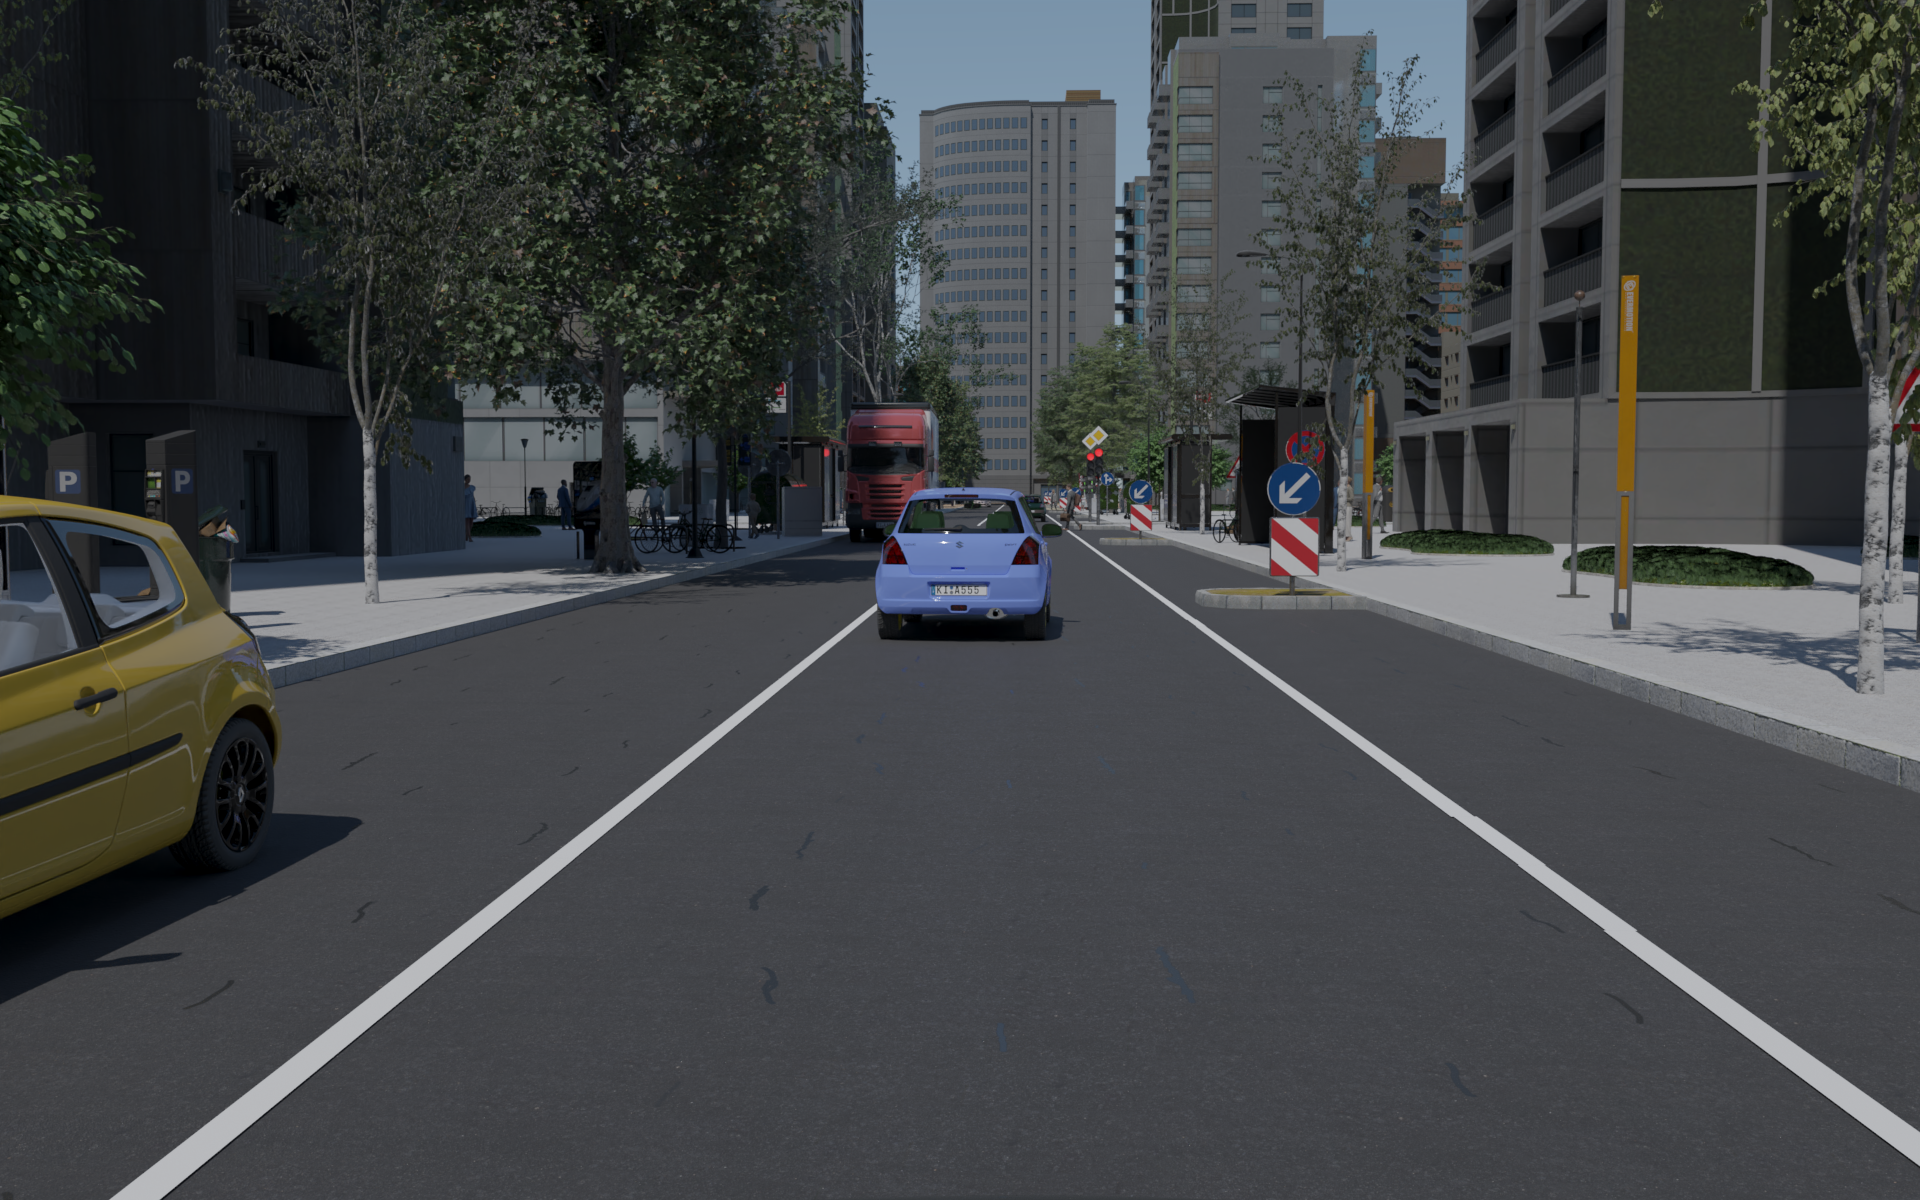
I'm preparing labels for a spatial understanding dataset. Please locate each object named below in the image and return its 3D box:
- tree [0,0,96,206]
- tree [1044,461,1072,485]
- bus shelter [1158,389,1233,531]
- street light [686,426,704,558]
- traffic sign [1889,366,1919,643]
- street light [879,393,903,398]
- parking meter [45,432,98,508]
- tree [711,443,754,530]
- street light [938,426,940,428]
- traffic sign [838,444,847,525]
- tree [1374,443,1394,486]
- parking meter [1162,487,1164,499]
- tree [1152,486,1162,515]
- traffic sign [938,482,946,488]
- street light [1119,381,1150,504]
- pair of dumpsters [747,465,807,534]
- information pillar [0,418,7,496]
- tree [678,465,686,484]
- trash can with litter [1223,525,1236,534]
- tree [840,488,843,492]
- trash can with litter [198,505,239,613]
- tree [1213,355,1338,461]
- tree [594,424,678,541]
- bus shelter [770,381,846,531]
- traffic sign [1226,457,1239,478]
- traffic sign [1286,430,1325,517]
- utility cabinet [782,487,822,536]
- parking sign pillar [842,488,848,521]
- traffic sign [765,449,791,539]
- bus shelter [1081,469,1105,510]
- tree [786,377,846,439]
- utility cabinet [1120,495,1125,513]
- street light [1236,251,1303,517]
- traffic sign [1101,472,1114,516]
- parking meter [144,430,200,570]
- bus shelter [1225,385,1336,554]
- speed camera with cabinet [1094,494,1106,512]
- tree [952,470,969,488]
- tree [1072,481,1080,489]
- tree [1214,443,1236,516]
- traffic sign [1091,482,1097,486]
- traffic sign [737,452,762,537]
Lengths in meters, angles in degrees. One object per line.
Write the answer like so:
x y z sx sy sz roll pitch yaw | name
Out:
-13.693 -4.455 23.209 4.737 8.622 4.395 0 3 0 | tree
14.023 -17.146 214.741 7.601 10.594 8.767 -1 4 -12 | tree
8.567 -5.301 64.309 2.179 5.291 8.768 0 4 2 | bus shelter
-4.781 -3.795 34.587 1.470 5.913 1.316 0 4 2 | street light
8.257 -0.906 14.819 0.884 2.594 0.081 0 4 6 | traffic sign
-3.311 -6.577 80.075 1.470 5.913 1.316 0 4 2 | street light
-8.422 -0.656 16.445 0.399 1.863 0.255 0 4 -7 | parking meter
-8.182 -4.157 62.572 1.663 3.219 1.824 0 3 0 | tree
-2.051 -8.904 118.128 1.470 5.913 1.316 0 4 2 | street light
-5.100 -4.712 70.917 2.265 3.308 0.079 0 4 4 | traffic sign
24.536 -6.842 95.580 4.285 4.588 4.351 0 3 0 | tree
10.380 -4.982 87.167 0.399 1.863 0.255 0 4 -2 | parking meter
12.123 -6.779 105.430 1.663 3.219 1.824 0 3 0 | tree
-1.477 -8.502 141.134 0.606 2.300 0.079 0 4 3 | traffic sign
7.217 -6.037 71.238 1.470 5.913 1.316 0 4 2 | street light
-5.964 -3.317 56.731 1.574 2.255 4.437 0 4 2 | pair of dumpsters
-8.349 -0.628 14.764 0.304 2.012 0.304 0 4 8 | information pillar
-10.745 -4.060 60.983 1.663 3.219 1.824 0 3 0 | tree
8.904 -2.692 55.409 0.624 1.170 1.055 -3 5 -45 | trash can with litter
-7.665 -9.789 143.758 4.285 4.588 4.351 0 3 0 | tree
-8.001 -0.391 17.785 1.055 1.170 0.624 -2 4 -31 | trash can with litter
21.025 -11.080 115.567 8.767 10.594 7.601 1 4 10 | tree
-9.126 -3.259 47.886 1.663 3.219 1.824 0 3 0 | tree
-5.731 -5.287 64.073 2.179 5.291 8.768 0 4 2 | bus shelter
9.250 -3.505 57.306 0.884 2.594 0.081 0 4 7 | traffic sign
6.894 -2.112 34.634 0.768 2.556 0.104 1 4 9 | traffic sign
-4.751 -2.655 52.085 1.173 1.500 0.318 -1 4 -22 | utility cabinet
-4.996 -5.818 83.594 1.447 3.967 1.447 -1 4 -11 | parking sign pillar
-5.178 -3.009 49.299 0.768 2.556 0.104 1 4 11 | traffic sign
10.429 -8.576 134.146 2.014 3.302 5.546 0 4 2 | bus shelter
-9.312 -9.769 110.077 4.737 8.622 4.395 0 3 0 | tree
11.505 -6.562 118.454 1.020 1.237 0.306 1 4 23 | utility cabinet
5.970 -3.709 33.185 1.470 5.913 1.316 0 4 2 | street light
8.541 -6.140 100.501 0.768 2.556 0.104 1 4 8 | traffic sign
-7.142 -0.612 15.714 0.255 1.863 0.399 2 4 28 | parking meter
7.376 -2.996 40.262 1.731 3.624 6.357 0 4 2 | bus shelter
10.332 -7.881 123.183 0.660 3.252 2.038 3 5 40 | speed camera with cabinet
-0.571 -15.172 198.429 4.737 8.622 4.395 0 3 0 | tree
12.903 -11.941 189.841 1.663 3.219 1.824 0 3 0 | tree
14.568 -7.199 101.425 4.285 4.588 4.351 0 3 0 | tree
9.665 -7.615 124.613 0.768 2.556 0.104 0 4 3 | traffic sign
-6.311 -3.169 51.916 0.768 2.556 0.104 0 4 8 | traffic sign
